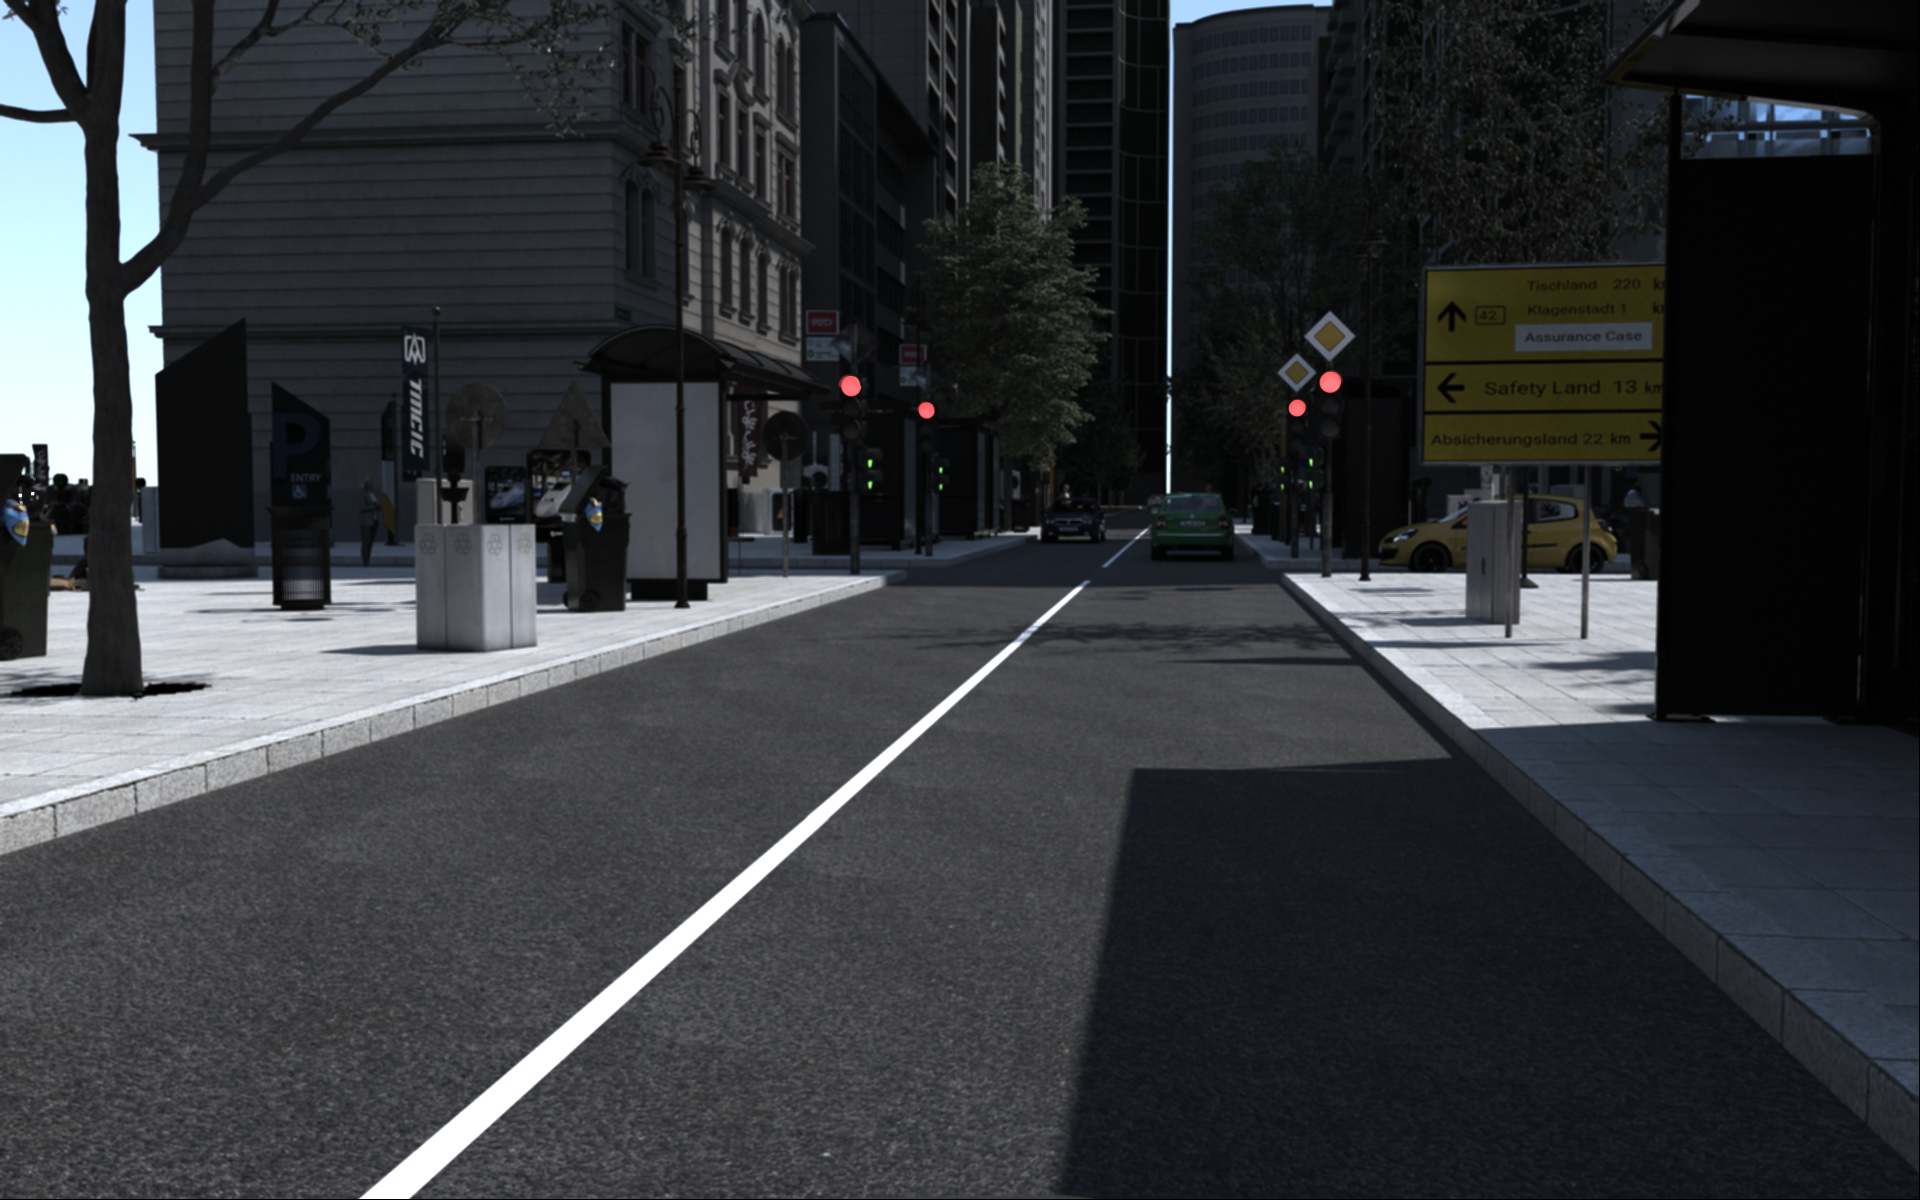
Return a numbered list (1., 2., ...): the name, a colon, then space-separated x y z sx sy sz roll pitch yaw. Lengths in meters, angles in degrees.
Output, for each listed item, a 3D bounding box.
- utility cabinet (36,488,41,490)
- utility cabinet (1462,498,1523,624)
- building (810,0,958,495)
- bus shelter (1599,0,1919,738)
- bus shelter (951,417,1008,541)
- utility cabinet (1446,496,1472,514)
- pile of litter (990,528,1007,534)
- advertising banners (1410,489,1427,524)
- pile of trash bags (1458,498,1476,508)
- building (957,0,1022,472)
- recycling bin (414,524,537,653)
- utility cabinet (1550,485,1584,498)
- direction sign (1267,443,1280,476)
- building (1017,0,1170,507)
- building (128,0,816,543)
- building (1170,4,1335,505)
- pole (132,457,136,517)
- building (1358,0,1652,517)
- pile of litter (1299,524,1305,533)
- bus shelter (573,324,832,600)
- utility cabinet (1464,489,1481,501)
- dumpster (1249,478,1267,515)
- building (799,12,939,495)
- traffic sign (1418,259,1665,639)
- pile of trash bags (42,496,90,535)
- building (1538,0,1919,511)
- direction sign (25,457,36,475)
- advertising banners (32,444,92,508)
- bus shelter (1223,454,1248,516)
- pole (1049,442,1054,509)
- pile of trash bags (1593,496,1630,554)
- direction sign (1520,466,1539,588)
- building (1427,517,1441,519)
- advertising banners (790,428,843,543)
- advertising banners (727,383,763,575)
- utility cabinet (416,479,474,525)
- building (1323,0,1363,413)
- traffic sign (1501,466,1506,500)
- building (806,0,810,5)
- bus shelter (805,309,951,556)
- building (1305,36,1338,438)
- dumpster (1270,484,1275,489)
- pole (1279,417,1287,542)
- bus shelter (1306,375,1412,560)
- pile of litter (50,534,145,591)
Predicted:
1. utility cabinet: -36.600 -3.631 68.043 1.173 1.500 0.318 2 4 30
2. utility cabinet: 5.382 -0.389 17.517 0.306 1.237 1.020 0 4 2
3. building: -1.980 -44.673 168.647 20.611 71.187 20.563 0 4 7
4. bus shelter: 4.049 -0.941 6.670 1.731 3.624 6.357 0 4 7
5. bus shelter: -0.201 -4.358 48.882 2.179 5.291 8.768 0 4 8
6. utility cabinet: 21.333 -3.844 74.007 1.020 1.237 0.306 0 4 -3
7. pile of litter: 0.629 -2.603 56.522 1.719 0.858 1.176 1 4 14
8. advertising banners: 10.477 -2.731 40.836 0.090 3.025 2.074 3 5 43
9. pile of trash bags: 16.301 -2.546 51.385 3.447 1.369 1.912 2 4 26
10. building: -2.720 -27.852 138.973 14.154 41.232 14.086 0 4 7
11. recycling bin: -4.027 -0.114 14.425 0.722 1.027 0.722 2 4 26
12. utility cabinet: 14.375 -1.981 41.070 0.318 1.500 1.173 0 4 -7
13. direction sign: 14.030 -5.180 76.693 0.876 3.537 0.379 1 4 16
14. building: 14.920 -47.234 210.535 20.611 71.187 20.563 0 4 7
15. building: -13.599 -16.432 56.045 14.401 28.519 23.554 0 4 7
16. building: 39.625 -40.753 208.315 28.212 58.520 21.231 0 4 7
17. pole: -45.319 -6.187 94.996 0.158 3.312 0.155 0 3 0
18. building: 36.670 -41.587 118.195 20.563 71.187 20.611 0 4 7
19. pile of litter: 10.840 -2.611 56.659 1.719 0.858 1.176 0 4 0
20. bus shelter: -3.272 -1.803 23.409 2.014 3.302 5.546 0 4 7
21. utility cabinet: 22.680 -4.106 75.816 1.173 1.500 0.318 2 4 29
22. dumpster: 18.105 -6.185 103.624 1.502 2.255 1.985 0 4 7
23. building: -10.090 -16.151 83.128 14.314 24.678 30.058 0 4 7
24. traffic sign: 5.217 -1.311 15.304 2.265 3.308 0.079 1 4 11
25. pile of trash bags: -28.768 -2.729 54.380 3.447 1.369 1.912 -3 5 -43
26. building: 33.683 -45.024 48.811 31.000 86.520 22.319 0 4 7
27. direction sign: -61.820 -7.551 115.455 0.379 3.537 0.876 3 5 42
28. advertising banners: -31.168 -3.922 60.306 2.074 3.025 0.090 -1 4 -9
29. bus shelter: 16.310 -6.851 103.289 1.731 3.624 6.357 0 4 8
30. pole: 3.569 -4.519 67.727 0.158 3.312 0.155 0 3 0
31. pile of trash bags: 14.448 -1.728 38.001 3.447 1.369 1.912 1 4 9
32. direction sign: 7.734 -1.935 23.642 0.379 3.537 0.876 0 4 -2
33. building: 34.055 -39.930 91.102 20.563 71.187 20.611 0 4 7
34. advertising banners: -3.660 -3.028 45.688 0.090 3.025 2.074 3 5 45
35. advertising banners: -3.922 -1.922 27.615 2.074 3.025 0.090 2 4 33
36. utility cabinet: -7.464 -1.016 25.284 0.318 1.500 1.173 1 4 14
37. building: 42.130 -32.064 143.860 23.786 49.044 30.456 0 4 7
38. traffic sign: 6.994 -1.235 22.317 0.606 2.300 0.079 1 4 12
39. building: -8.718 -41.781 121.379 20.563 71.187 20.611 0 4 7
40. bus shelter: -1.937 -3.827 40.209 2.179 5.291 8.768 0 4 7
41. building: 40.778 -31.601 166.794 14.600 45.320 14.200 0 4 7
42. dumpster: 13.568 -4.080 72.463 1.264 1.857 1.865 0 4 7
43. pole: 8.591 -3.191 46.024 0.158 3.312 0.155 0 3 0
44. bus shelter: 8.387 -2.780 36.742 1.731 3.624 6.357 0 4 8
45. pile of litter: -11.700 -0.566 23.213 1.719 0.858 1.176 3 5 42
